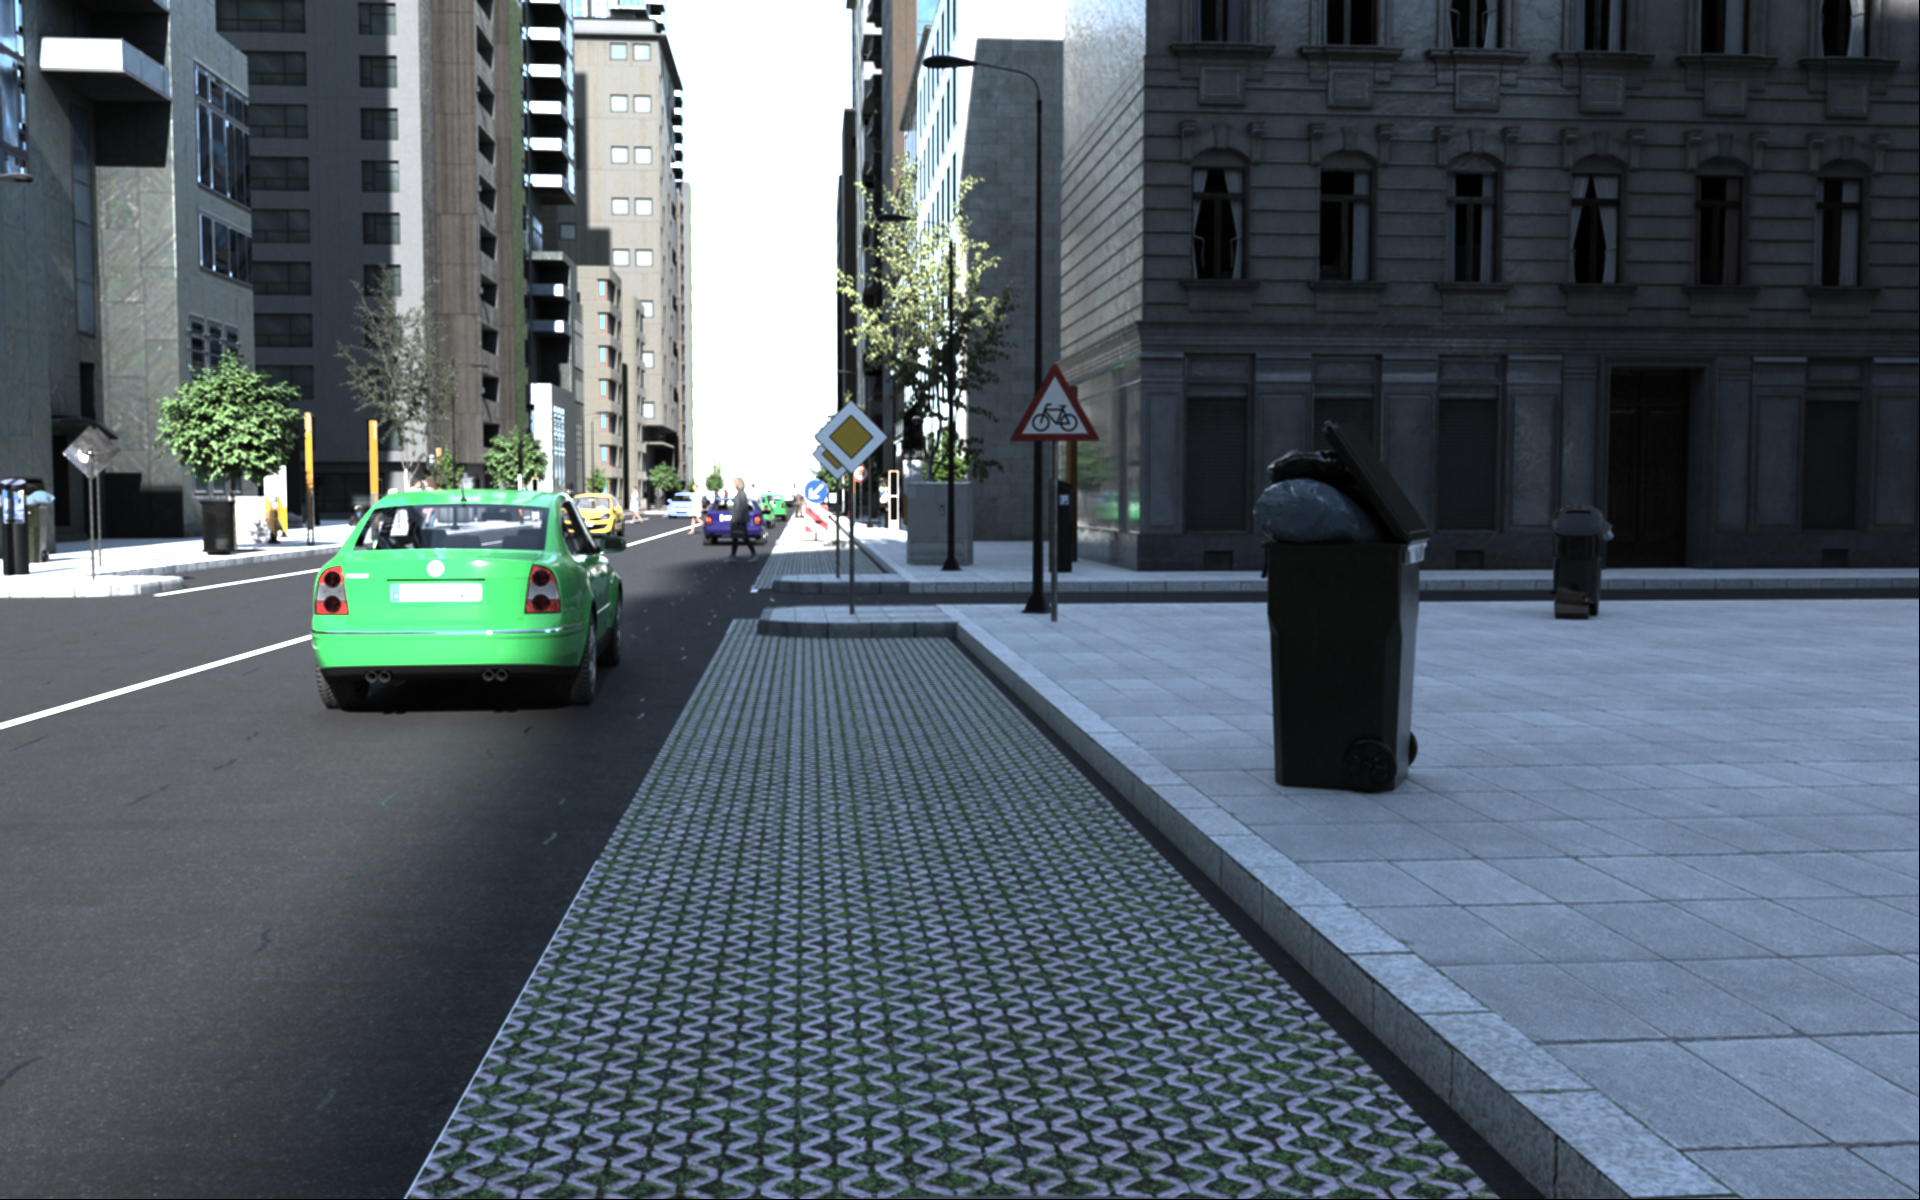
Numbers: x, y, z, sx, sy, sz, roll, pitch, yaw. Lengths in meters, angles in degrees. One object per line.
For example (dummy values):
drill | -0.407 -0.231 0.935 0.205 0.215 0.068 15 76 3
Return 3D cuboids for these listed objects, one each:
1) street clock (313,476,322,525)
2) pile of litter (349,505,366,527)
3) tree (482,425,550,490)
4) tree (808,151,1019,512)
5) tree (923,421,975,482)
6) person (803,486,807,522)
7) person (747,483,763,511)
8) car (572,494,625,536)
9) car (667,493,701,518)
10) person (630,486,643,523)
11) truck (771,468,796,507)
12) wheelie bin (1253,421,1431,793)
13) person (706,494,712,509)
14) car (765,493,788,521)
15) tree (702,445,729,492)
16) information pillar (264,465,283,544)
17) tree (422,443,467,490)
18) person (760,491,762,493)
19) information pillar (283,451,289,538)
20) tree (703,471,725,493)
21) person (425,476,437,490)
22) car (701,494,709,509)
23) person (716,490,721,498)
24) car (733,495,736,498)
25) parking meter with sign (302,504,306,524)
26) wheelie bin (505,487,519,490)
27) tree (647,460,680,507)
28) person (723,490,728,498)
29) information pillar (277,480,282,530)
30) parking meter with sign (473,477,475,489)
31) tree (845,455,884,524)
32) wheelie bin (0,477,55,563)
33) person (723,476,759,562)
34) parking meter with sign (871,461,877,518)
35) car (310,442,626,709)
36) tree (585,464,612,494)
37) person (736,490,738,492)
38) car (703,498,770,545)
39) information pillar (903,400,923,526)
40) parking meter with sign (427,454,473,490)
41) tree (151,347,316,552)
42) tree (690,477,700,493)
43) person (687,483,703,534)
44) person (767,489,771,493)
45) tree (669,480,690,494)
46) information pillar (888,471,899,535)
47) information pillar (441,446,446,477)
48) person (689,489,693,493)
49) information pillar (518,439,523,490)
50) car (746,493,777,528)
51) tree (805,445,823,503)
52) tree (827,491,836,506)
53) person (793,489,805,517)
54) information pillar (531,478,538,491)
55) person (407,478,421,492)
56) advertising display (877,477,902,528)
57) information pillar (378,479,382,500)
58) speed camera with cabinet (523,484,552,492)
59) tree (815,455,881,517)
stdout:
street clock | -26.329 -4.052 70.815 0.358 2.002 0.471 1 4 16
pile of litter | -23.560 -3.350 68.746 1.176 0.858 1.719 2 4 26
tree | -21.105 -6.047 82.576 4.285 4.588 4.351 0 3 0
tree | -0.635 -5.316 37.277 4.737 8.622 4.395 0 3 0
tree | -0.298 -3.117 45.564 1.663 3.219 1.824 0 3 0
person | -7.856 -4.941 89.094 0.447 1.846 0.655 -3 4 -36
person | -7.202 -3.147 60.074 0.709 1.813 0.853 -3 5 -41
car | -12.183 -2.889 57.462 2.015 1.641 3.980 0 4 -4
car | -16.455 -5.742 103.474 1.945 1.707 3.694 0 4 -3
person | -15.718 -4.622 84.158 0.778 1.811 0.616 1 4 23
truck | -19.746 -12.515 193.538 2.839 4.237 11.283 0 4 -5
wheelie bin | 1.690 0.013 7.698 0.693 1.594 0.980 1 4 23
person | -20.804 -8.077 143.740 0.799 1.438 0.628 2 4 32
car | -10.221 -5.169 93.306 1.959 1.807 4.718 0 4 -6
tree | -35.377 -18.434 251.752 4.737 8.622 4.395 0 3 0
information pillar | -17.887 -3.277 44.932 0.504 3.616 0.183 3 4 38
tree | -19.795 -4.398 66.503 1.663 3.219 1.824 0 3 0
person | -22.583 -11.468 196.710 1.217 1.736 0.721 0 4 1
information pillar | -19.947 -3.644 50.935 0.183 3.616 0.504 -3 5 -40
tree | -34.110 -15.670 239.925 4.285 4.588 4.351 0 3 0
person | -11.491 -1.771 37.465 0.388 1.821 0.555 -2 4 -30
car | -25.472 -9.763 169.408 2.009 1.686 4.222 0 4 -5
person | -17.856 -7.243 127.837 0.530 1.710 0.541 -1 4 -19
car | -25.659 -11.537 201.210 1.945 1.354 3.894 0 4 -6
parking meter with sign | -29.084 -4.822 75.107 1.738 3.016 0.543 2 4 31
wheelie bin | -20.450 -4.368 79.324 0.980 1.594 0.693 0 4 -3
tree | -28.756 -11.265 167.897 4.285 4.588 4.351 0 3 0
person | -20.796 -8.864 153.372 0.705 1.831 1.348 1 4 13
information pillar | -24.482 -3.531 62.226 0.304 2.012 0.304 -3 5 -40
parking meter with sign | -22.513 -5.058 78.951 1.738 3.016 0.543 0 4 -2
tree | -3.971 -4.974 75.929 1.663 3.219 1.824 0 3 0
wheelie bin | -17.328 -1.483 32.156 0.980 1.594 0.693 -1 4 -13
person | -4.574 -1.686 36.257 0.728 1.800 0.709 -1 4 -18
parking meter with sign | -4.642 -5.876 92.335 0.543 3.016 1.738 0 3 0
car | -3.544 -0.258 13.018 1.959 1.807 4.718 0 4 -7
tree | -23.129 -7.070 110.191 1.663 3.219 1.824 0 3 0
person | -12.111 -5.226 94.345 0.834 1.777 0.661 0 4 8
car | -6.436 -2.275 49.779 1.945 1.354 3.894 0 4 -5
information pillar | -1.126 -3.105 42.124 0.504 3.616 0.183 0 4 5
parking meter with sign | -22.377 -4.867 75.835 1.738 3.016 0.543 1 4 12
tree | -16.230 -3.372 38.847 4.285 4.588 4.351 0 3 0
tree | -29.776 -12.178 193.709 1.663 3.219 1.824 0 3 0
person | -9.452 -3.280 62.220 0.778 1.811 0.616 -2 4 -29
person | -11.964 -6.133 109.570 0.721 1.735 1.217 0 4 8
tree | -28.115 -10.833 171.724 1.663 3.219 1.824 0 3 0
information pillar | -2.097 -3.053 54.411 0.304 2.012 0.304 -1 4 -10
information pillar | -25.176 -5.719 84.868 0.504 3.616 0.183 2 4 24
person | -16.941 -6.159 109.913 0.721 1.735 1.217 0 4 -4
information pillar | -18.566 -5.008 73.239 0.183 3.616 0.504 0 4 -1
car | -8.771 -3.952 73.415 1.959 1.807 4.718 0 4 -4
tree | -20.441 -18.578 254.105 4.360 8.622 3.978 0 3 0
tree | -14.057 -11.959 190.122 1.663 3.219 1.824 0 3 0
person | -10.183 -6.162 109.802 0.990 1.755 0.434 3 4 36
information pillar | -19.643 -4.622 80.057 0.304 2.012 0.304 -1 4 -16
person | -14.339 -2.260 45.301 0.795 1.843 0.661 1 4 15
advertising display | -2.638 -3.645 64.817 0.974 1.923 0.123 -2 4 -31
information pillar | -28.241 -4.874 84.175 0.304 2.012 0.304 -1 4 -22
speed camera with cabinet | -21.647 -5.824 89.563 0.660 3.252 2.038 3 4 36
tree | -6.128 -6.991 98.015 4.285 4.588 4.351 0 3 0
